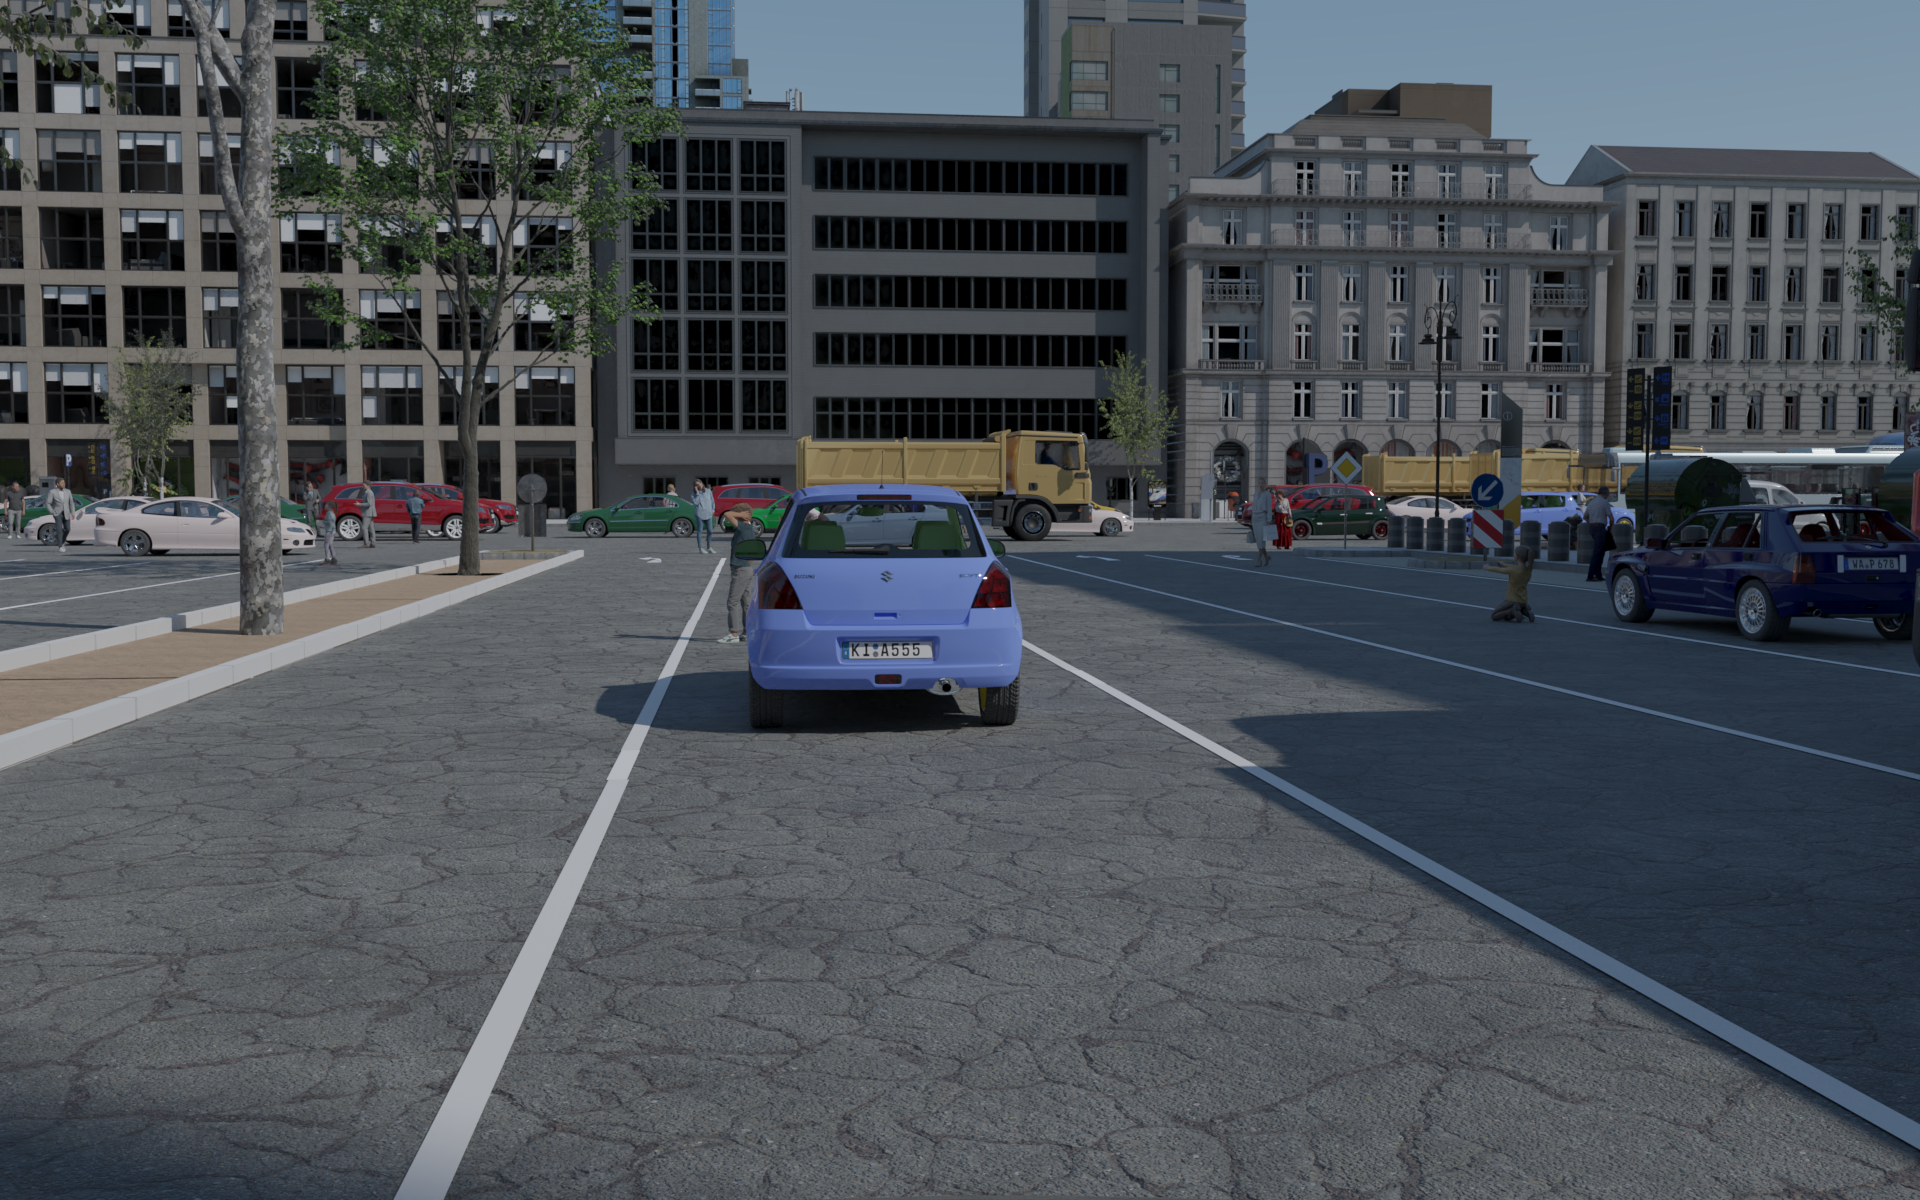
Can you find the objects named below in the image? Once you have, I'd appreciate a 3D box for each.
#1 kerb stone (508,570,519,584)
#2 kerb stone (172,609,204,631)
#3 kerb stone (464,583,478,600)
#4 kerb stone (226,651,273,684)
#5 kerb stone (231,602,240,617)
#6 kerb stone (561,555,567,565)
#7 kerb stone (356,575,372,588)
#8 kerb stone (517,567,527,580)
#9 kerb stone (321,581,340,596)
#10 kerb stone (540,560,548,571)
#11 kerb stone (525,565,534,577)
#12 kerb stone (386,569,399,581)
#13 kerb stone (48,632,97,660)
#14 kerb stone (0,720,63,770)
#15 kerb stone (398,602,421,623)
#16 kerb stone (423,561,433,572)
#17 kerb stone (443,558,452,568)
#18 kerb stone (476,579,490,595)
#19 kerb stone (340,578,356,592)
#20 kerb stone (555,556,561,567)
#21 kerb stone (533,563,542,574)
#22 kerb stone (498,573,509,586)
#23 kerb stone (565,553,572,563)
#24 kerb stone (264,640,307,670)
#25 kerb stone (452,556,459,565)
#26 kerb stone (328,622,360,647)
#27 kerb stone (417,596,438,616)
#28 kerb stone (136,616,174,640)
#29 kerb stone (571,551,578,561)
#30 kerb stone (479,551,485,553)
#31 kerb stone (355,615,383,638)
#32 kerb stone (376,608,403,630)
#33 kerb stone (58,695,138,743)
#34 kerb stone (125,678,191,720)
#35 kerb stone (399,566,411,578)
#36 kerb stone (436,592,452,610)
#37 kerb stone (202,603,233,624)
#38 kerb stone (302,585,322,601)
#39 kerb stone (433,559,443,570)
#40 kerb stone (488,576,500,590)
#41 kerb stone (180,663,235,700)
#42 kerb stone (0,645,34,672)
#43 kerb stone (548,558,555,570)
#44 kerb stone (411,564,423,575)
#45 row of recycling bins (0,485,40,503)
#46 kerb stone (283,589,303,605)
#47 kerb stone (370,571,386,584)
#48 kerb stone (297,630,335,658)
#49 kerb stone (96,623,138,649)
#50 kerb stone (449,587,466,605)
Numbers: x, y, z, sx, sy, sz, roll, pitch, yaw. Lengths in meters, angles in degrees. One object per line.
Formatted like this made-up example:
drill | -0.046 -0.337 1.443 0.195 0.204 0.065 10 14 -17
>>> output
kerb stone | -7.272 -0.346 27.858 0.120 0.150 1.000 0 4 -7
kerb stone | -8.275 0.233 18.384 0.120 0.150 1.000 0 4 -7
kerb stone | -6.789 -0.095 23.762 0.120 0.150 1.000 0 4 -7
kerb stone | -5.578 0.534 13.511 0.120 0.150 1.000 0 4 -7
kerb stone | -8.507 0.108 20.427 0.120 0.150 1.000 0 4 -7
kerb stone | -8.123 -0.786 35.043 0.120 0.150 1.000 0 4 -7
kerb stone | -9.235 -0.261 26.565 0.120 0.150 1.000 0 4 -7
kerb stone | -7.395 -0.407 28.887 0.120 0.150 1.000 0 4 -7
kerb stone | -8.993 -0.142 24.520 0.120 0.150 1.000 0 4 -7
kerb stone | -7.764 -0.597 31.963 0.120 0.150 1.000 0 4 -7
kerb stone | -7.520 -0.471 29.910 0.120 0.150 1.000 0 4 -7
kerb stone | -9.480 -0.392 28.610 0.120 0.150 1.000 0 4 -7
kerb stone | -7.906 0.421 15.319 0.120 0.150 1.000 0 4 -7
kerb stone | -5.087 0.790 9.419 0.120 0.150 1.000 0 4 -7
kerb stone | -6.300 0.156 19.644 0.120 0.150 1.000 0 4 -7
kerb stone | -9.845 -0.577 31.684 0.120 0.150 1.000 0 4 -7
kerb stone | -10.085 -0.704 33.728 0.120 0.150 1.000 0 4 -7
kerb stone | -6.905 -0.158 24.784 0.120 0.150 1.000 0 4 -7
kerb stone | -9.116 -0.205 25.541 0.120 0.150 1.000 0 4 -7
kerb stone | -8.000 -0.723 34.014 0.120 0.150 1.000 0 4 -7
kerb stone | -7.638 -0.535 30.937 0.120 0.150 1.000 0 4 -7
kerb stone | -7.154 -0.283 26.827 0.120 0.150 1.000 0 4 -7
kerb stone | -8.244 -0.848 36.064 0.120 0.150 1.000 0 4 -7
kerb stone | -5.696 0.472 14.532 0.120 0.150 1.000 0 4 -7
kerb stone | -10.205 -0.765 34.756 0.120 0.150 1.000 0 4 -7
kerb stone | -5.945 0.344 16.573 0.120 0.150 1.000 0 4 -7
kerb stone | -6.418 0.093 20.671 0.120 0.150 1.000 0 4 -7
kerb stone | -8.138 0.296 17.364 0.120 0.150 1.000 0 4 -7
kerb stone | -8.359 -0.911 37.092 0.120 0.150 1.000 0 4 -7
kerb stone | -10.691 -1.019 38.857 0.120 0.150 1.000 0 4 -7
kerb stone | -6.063 0.285 17.600 0.120 0.150 1.000 0 4 -7
kerb stone | -6.180 0.219 18.621 0.120 0.150 1.000 0 4 -7
kerb stone | -5.213 0.724 10.439 0.120 0.150 1.000 0 4 -7
kerb stone | -5.332 0.658 11.464 0.120 0.150 1.000 0 4 -7
kerb stone | -9.594 -0.453 29.635 0.120 0.150 1.000 0 4 -7
kerb stone | -6.544 0.030 21.697 0.120 0.150 1.000 0 4 -7
kerb stone | -8.388 0.171 19.406 0.120 0.150 1.000 0 4 -7
kerb stone | -8.873 -0.079 23.499 0.120 0.150 1.000 0 4 -7
kerb stone | -9.966 -0.643 32.705 0.120 0.150 1.000 0 4 -7
kerb stone | -7.034 -0.221 25.805 0.120 0.150 1.000 0 4 -7
kerb stone | -5.455 0.599 12.484 0.120 0.150 1.000 0 4 -7
kerb stone | -7.780 0.486 14.292 0.120 0.150 1.000 0 4 -7
kerb stone | -7.880 -0.660 32.984 0.120 0.150 1.000 0 4 -7
kerb stone | -9.717 -0.514 30.658 0.120 0.150 1.000 0 4 -7
row of recycling bins | -42.365 -4.365 78.482 1.069 1.692 3.534 1 4 20
kerb stone | -8.747 -0.014 22.470 0.120 0.150 1.000 0 4 -7
kerb stone | -9.350 -0.330 27.590 0.120 0.150 1.000 0 4 -7
kerb stone | -5.817 0.407 15.553 0.120 0.150 1.000 0 4 -7
kerb stone | -8.023 0.358 16.340 0.120 0.150 1.000 0 4 -7
kerb stone | -6.665 -0.031 22.739 0.120 0.150 1.000 0 4 -7
